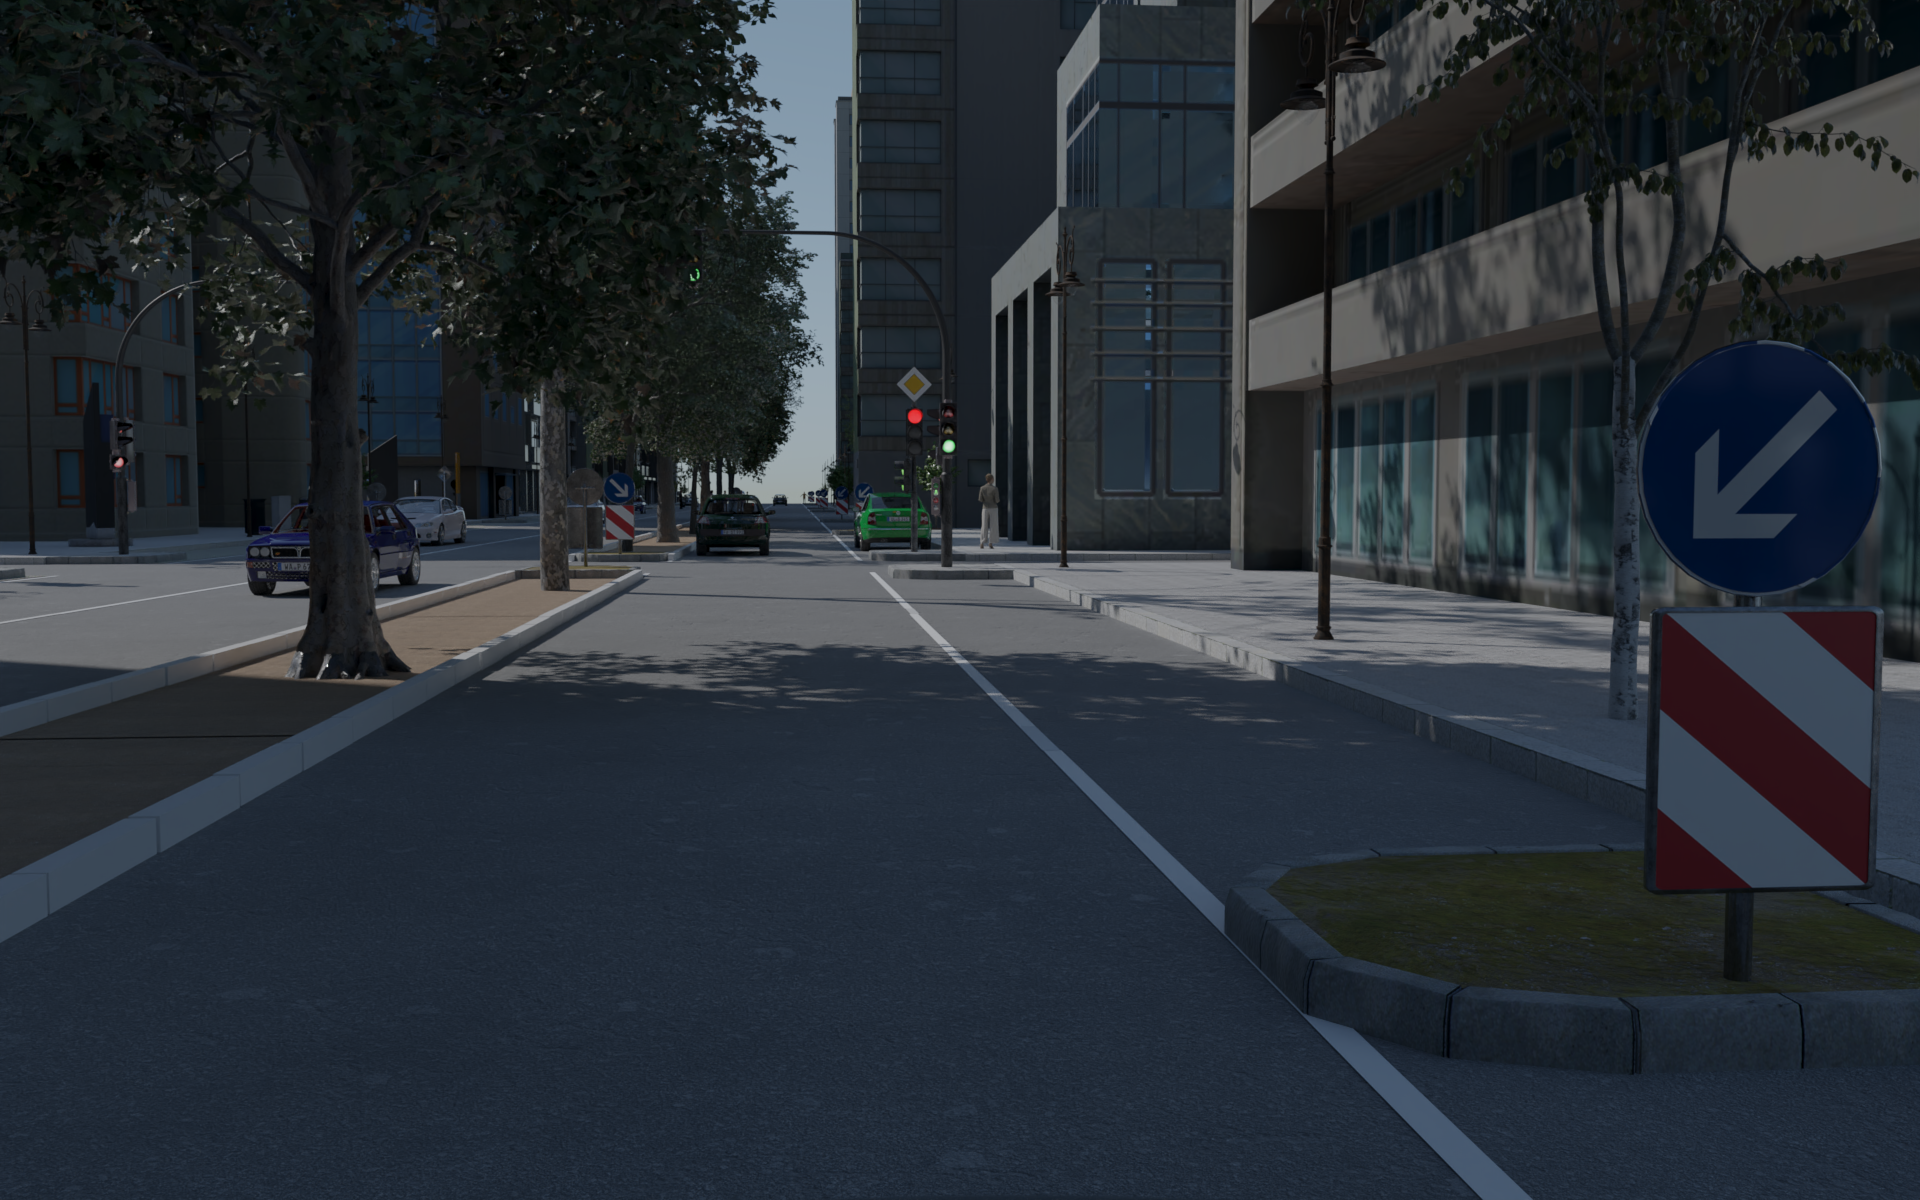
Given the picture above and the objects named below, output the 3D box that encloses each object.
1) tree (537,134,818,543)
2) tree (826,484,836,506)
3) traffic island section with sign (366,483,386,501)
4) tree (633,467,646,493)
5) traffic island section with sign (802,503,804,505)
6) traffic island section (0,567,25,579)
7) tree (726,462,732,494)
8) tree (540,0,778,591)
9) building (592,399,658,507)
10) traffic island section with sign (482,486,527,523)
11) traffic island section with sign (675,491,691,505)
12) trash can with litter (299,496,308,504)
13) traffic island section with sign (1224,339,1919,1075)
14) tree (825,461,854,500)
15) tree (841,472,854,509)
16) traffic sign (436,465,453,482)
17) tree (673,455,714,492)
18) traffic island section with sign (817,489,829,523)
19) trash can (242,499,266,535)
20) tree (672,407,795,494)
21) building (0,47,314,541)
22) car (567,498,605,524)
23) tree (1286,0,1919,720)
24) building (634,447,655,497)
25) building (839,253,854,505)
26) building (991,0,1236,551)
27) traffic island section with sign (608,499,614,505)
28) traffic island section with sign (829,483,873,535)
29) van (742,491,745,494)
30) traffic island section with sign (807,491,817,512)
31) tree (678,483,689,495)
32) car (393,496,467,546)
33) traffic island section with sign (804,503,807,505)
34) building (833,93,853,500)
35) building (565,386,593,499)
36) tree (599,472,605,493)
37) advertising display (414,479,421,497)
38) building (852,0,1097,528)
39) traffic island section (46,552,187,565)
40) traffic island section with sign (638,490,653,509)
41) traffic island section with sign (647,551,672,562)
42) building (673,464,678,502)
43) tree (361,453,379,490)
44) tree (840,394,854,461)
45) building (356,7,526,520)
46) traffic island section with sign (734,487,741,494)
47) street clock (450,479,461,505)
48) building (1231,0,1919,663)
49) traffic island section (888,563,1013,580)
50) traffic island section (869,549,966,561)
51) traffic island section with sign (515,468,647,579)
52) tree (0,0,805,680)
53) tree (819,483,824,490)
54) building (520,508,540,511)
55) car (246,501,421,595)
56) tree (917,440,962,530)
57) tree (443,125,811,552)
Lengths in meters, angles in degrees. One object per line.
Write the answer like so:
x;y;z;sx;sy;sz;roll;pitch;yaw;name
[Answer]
-8.588;-8.648;50.503;9.857;13.997;8.962;0;3;0;tree
-13.113;-11.737;186.494;1.663;3.219;1.824;0;3;0;tree
-19.901;-3.073;58.870;1.989;1.847;2.006;0;4;-6;traffic island section with sign
-35.676;-12.482;187.792;4.285;4.588;4.351;0;3;0;tree
-18.896;-12.922;219.902;1.989;1.847;2.006;0;4;-6;traffic island section with sign
-16.982;-0.398;28.786;2.009;0.180;2.903;0;4;-6;traffic island section
-14.337;-10.954;107.309;9.928;11.665;9.643;0;3;0;tree
-4.702;-10.150;24.293;12.611;20.169;13.585;0;3;0;tree
-46.645;-28.139;231.772;14.160;30.474;14.107;0;4;-6;building
-22.507;-4.714;85.700;1.989;1.847;2.006;0;4;-6;traffic island section with sign
-35.331;-12.817;218.187;1.989;1.847;2.006;0;4;-6;traffic island section with sign
-23.925;-3.269;64.513;2.233;1.210;1.678;-1;4;-14;trash can with litter
1.889;0.207;5.242;1.989;1.847;2.006;0;4;-6;traffic island section with sign
-11.689;-11.366;169.543;4.285;4.588;4.351;0;3;0;tree
-9.446;-9.458;149.242;1.663;3.219;1.824;0;3;0;tree
-23.574;-4.859;79.178;0.795;2.593;0.064;0;4;-3;traffic sign
-11.438;-7.577;76.699;4.737;8.622;4.395;0;3;0;tree
-6.127;-4.851;87.938;1.989;1.847;2.006;0;4;-6;traffic island section with sign
-21.974;-2.588;53.969;0.748;1.137;0.748;0;3;0;trash can
-12.509;-10.388;90.427;7.486;12.596;7.792;0;3;0;tree
-38.744;-13.113;59.430;27.650;21.520;28.899;0;4;-6;building
-18.063;-4.311;82.852;2.083;1.381;4.827;0;4;-6;car
3.650;-3.614;9.451;4.360;8.622;3.978;0;3;0;tree
-49.624;-36.022;208.574;23.786;49.044;30.456;0;4;-6;building
-7.555;-26.736;208.827;14.160;30.474;14.107;0;4;-6;building
16.550;-45.044;49.134;31.000;86.520;22.319;0;4;-6;building
-27.397;-7.811;136.331;1.989;1.847;2.006;0;4;-6;traffic island section with sign
-3.520;-3.210;61.109;1.989;1.847;2.006;0;4;-6;traffic island section with sign
-27.986;-13.003;219.607;2.013;2.044;4.112;0;4;-5;van
-10.921;-7.879;137.445;1.989;1.847;2.006;0;4;-6;traffic island section with sign
-41.756;-16.394;262.650;1.663;3.219;1.824;0;3;0;tree
-15.319;-2.253;49.206;2.083;1.381;4.827;0;4;-4;car
-13.515;-9.520;164.275;1.989;1.847;2.006;0;4;-6;traffic island section with sign
-8.121;-43.799;258.114;21.231;58.520;28.212;0;4;-6;building
-39.491;-28.411;148.110;14.154;41.232;14.086;0;4;-6;building
-30.480;-9.258;145.968;1.663;3.219;1.824;0;3;0;tree
-23.150;-4.204;73.956;0.123;1.923;0.974;-2;4;-27;advertising display
2.538;-23.695;71.000;14.154;41.232;14.086;0;4;-6;building
-17.752;-0.884;36.734;2.009;0.180;2.903;0;4;-6;traffic island section
-30.000;-9.452;163.161;1.989;1.847;2.006;0;4;-6;traffic island section with sign
-7.280;-1.790;37.398;2.006;1.907;1.989;0;4;-6;traffic island section with sign
-52.778;-43.397;251.543;21.231;58.520;28.212;0;4;-6;building
-24.158;-4.584;69.551;1.663;3.219;1.824;0;3;0;tree
-6.378;-10.312;118.956;4.737;8.622;4.395;0;3;0;tree
-31.380;-26.996;91.503;14.600;45.320;14.200;0;4;-6;building
-14.530;-6.364;112.188;2.006;1.907;1.989;0;4;-6;traffic island section with sign
-24.897;-4.952;85.541;0.471;2.002;0.358;-1;4;-9;street clock
16.276;-24.176;18.974;21.300;48.544;21.600;0;4;-6;building
-0.219;-0.496;30.398;2.009;0.180;2.903;0;4;-6;traffic island section
-0.988;-0.983;38.346;2.009;0.180;2.903;0;4;-6;traffic island section
-6.576;-1.339;30.025;2.006;1.907;1.989;0;4;-6;traffic island section with sign
-4.893;-5.737;13.261;9.611;12.733;9.660;0;3;0;tree
-20.539;-16.503;264.427;1.663;3.219;1.824;0;3;0;tree
-41.939;-30.873;124.380;23.786;49.044;30.456;0;4;-6;building
-9.316;-0.816;25.918;1.945;1.354;3.894;0;4;-4;car
-0.971;-4.150;62.450;1.663;3.219;1.824;0;3;0;tree
-7.807;-6.308;40.010;8.767;10.594;7.601;0;4;-6;tree
